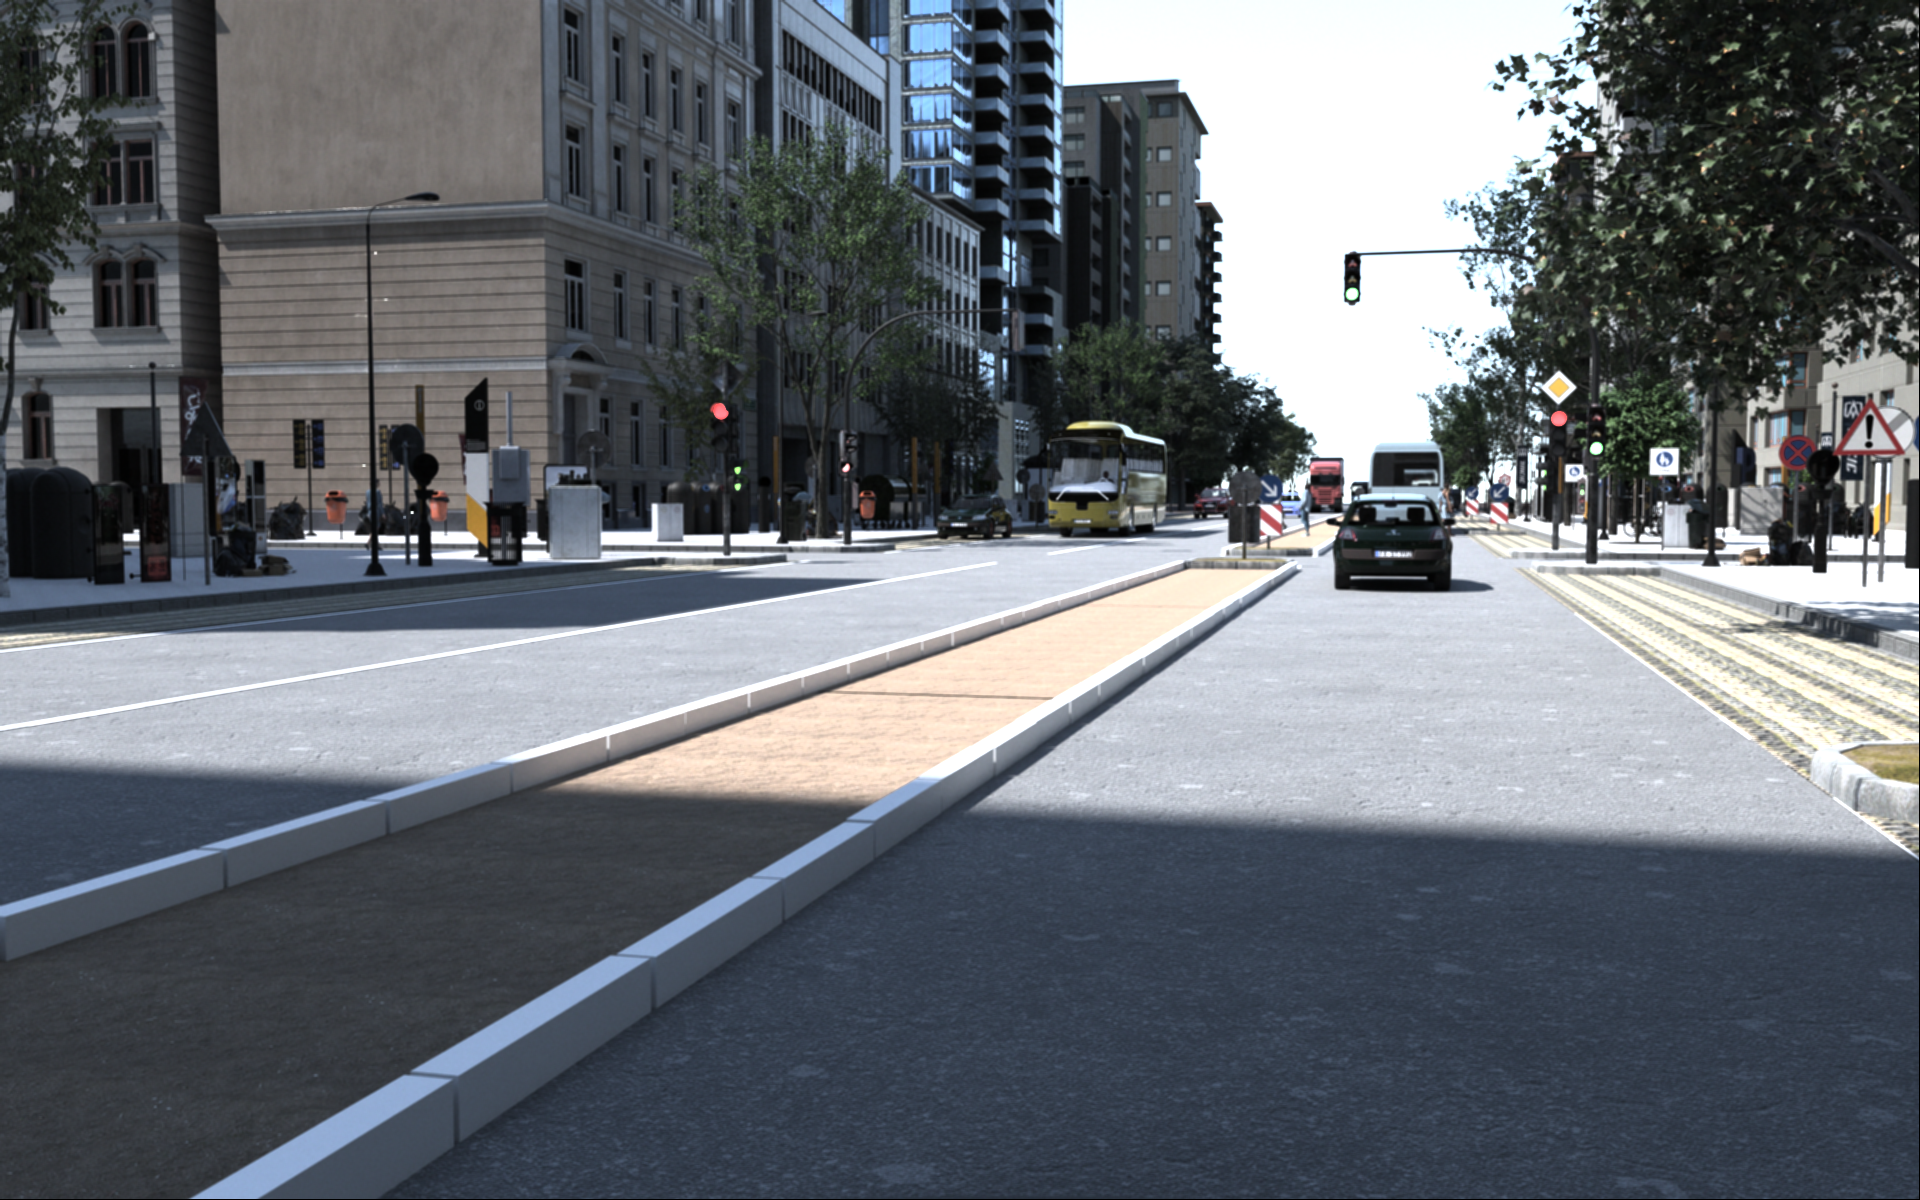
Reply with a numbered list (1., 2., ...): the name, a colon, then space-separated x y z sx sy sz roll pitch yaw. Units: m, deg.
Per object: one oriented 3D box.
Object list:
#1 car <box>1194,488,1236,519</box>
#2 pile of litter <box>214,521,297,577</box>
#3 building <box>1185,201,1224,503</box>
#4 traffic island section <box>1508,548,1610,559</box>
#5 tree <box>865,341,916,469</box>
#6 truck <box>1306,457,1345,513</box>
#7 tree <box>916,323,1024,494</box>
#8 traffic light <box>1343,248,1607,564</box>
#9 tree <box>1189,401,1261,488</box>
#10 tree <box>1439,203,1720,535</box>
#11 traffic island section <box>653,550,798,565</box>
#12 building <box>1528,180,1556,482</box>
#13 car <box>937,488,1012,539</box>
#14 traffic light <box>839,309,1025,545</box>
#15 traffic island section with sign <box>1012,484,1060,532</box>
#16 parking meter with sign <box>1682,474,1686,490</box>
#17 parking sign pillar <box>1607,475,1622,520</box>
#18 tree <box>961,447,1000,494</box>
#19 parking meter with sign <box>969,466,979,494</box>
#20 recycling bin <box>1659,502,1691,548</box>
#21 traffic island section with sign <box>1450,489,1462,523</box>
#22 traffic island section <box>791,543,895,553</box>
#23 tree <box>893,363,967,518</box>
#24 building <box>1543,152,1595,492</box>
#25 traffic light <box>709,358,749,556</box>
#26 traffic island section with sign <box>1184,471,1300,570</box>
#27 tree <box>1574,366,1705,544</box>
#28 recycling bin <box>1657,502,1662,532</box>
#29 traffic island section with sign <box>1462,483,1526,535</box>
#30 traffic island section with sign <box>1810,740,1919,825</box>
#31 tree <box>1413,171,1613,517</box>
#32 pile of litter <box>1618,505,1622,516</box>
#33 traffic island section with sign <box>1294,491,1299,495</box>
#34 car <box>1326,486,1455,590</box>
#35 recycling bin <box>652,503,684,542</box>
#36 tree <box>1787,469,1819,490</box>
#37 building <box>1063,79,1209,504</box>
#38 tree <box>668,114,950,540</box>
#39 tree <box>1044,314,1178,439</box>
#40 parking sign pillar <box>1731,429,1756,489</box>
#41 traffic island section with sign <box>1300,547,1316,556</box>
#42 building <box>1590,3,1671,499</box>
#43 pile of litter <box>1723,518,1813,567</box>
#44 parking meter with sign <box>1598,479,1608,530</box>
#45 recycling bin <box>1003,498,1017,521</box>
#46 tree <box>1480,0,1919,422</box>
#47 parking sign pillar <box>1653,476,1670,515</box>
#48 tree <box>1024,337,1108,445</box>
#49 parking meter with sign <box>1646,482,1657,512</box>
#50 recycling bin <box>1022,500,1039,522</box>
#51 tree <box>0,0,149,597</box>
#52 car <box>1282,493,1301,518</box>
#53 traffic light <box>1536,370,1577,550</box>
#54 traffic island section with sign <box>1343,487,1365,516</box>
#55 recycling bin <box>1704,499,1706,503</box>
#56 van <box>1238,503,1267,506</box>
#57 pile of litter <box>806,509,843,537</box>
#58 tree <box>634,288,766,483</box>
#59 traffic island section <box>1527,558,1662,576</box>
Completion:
1. car: 15.136 -5.746 102.621 2.281 1.827 5.304 1 4 16
2. pile of litter: -11.135 -0.828 27.501 1.176 0.858 1.719 1 4 20
3. building: 26.662 -36.679 254.329 22.147 44.769 28.867 1 4 14
4. traffic island section: 13.592 -1.052 39.483 2.009 0.180 2.903 1 4 14
5. tree: -2.521 -8.018 81.459 4.360 8.622 3.978 0 3 0
6. truck: 28.303 -8.849 133.602 2.839 4.237 11.283 1 4 13
7. tree: 0.373 -7.642 75.311 4.360 8.622 3.978 0 3 0
8. traffic light: 9.505 -3.509 32.033 4.771 5.953 1.251 1 4 14
9. tree: 24.194 -13.774 159.612 7.601 10.594 8.767 -3 5 -43
10. tree: 20.191 -7.292 53.631 8.767 10.594 7.601 3 5 39
11. traffic island section: -4.860 -0.839 36.004 2.009 0.180 2.903 1 4 14
12. building: 93.074 -38.184 243.919 23.786 49.044 30.456 1 4 14
13. car: 0.486 -2.807 55.680 2.009 1.686 4.222 1 4 14
14. traffic light: -0.774 -4.185 43.100 4.771 5.953 1.251 1 4 14
15. traffic island section with sign: 2.875 -3.499 65.839 1.989 1.847 2.006 1 4 14
16. parking meter with sign: 45.038 -6.796 107.382 0.543 3.016 1.738 3 4 36
17. parking sign pillar: 32.797 -6.039 87.205 1.447 3.967 1.447 2 4 27
18. tree: 1.147 -4.614 70.034 1.663 3.219 1.824 0 3 0
19. parking meter with sign: 1.271 -6.777 107.056 0.543 3.016 1.738 -2 4 -34
20. recycling bin: 17.136 -1.757 41.277 0.722 1.027 0.722 1 4 23
21. traffic island section with sign: 25.598 -4.796 87.035 1.989 1.847 2.006 1 4 14
22. traffic island section: -2.857 -1.312 43.735 2.009 0.180 2.903 1 4 14
23. tree: -1.493 -8.635 91.552 4.737 8.622 4.395 0 3 0
24. building: 84.942 -34.309 215.569 22.147 44.769 28.867 1 4 14
25. traffic light: -4.824 -2.871 35.860 0.839 4.253 0.868 1 4 14
26. traffic island section with sign: 5.457 -1.556 33.584 2.006 1.907 1.989 1 4 14
27. tree: 17.545 -3.733 44.741 4.285 4.588 4.351 0 3 0
28. recycling bin: 23.648 -2.747 57.465 0.722 1.027 0.722 -1 4 -22
29. traffic island section with sign: 18.819 -3.200 60.943 1.989 1.847 2.006 1 4 14
30. traffic island section with sign: 5.091 0.044 7.914 1.989 1.847 2.006 1 4 14
31. tree: 32.799 -14.860 98.843 12.611 20.169 13.585 0 3 0
32. pile of litter: 36.997 -4.990 95.548 1.176 0.858 1.719 -2 4 -29
33. traffic island section with sign: 42.616 -12.878 219.190 1.989 1.847 2.006 1 4 14
34. car: 6.781 -1.069 27.259 2.009 1.686 4.222 1 4 13
35. recycling bin: -7.879 -2.086 46.663 0.722 1.027 0.722 -1 4 -22
36. tree: 32.051 -4.316 65.163 1.663 3.219 1.824 0 3 0
37. building: 16.861 -39.041 227.561 28.713 52.752 27.495 1 4 14
38. tree: -4.049 -7.539 49.022 9.928 11.665 9.643 0 3 0
39. tree: 8.910 -10.764 101.753 9.928 11.665 9.643 0 3 0
40. parking sign pillar: 32.676 -5.123 72.229 1.447 3.967 1.447 -3 4 -38
41. traffic island section with sign: 7.325 -1.995 40.753 2.006 1.907 1.989 1 4 14
42. building: 71.932 -34.561 154.315 28.713 52.752 27.495 1 4 14
43. pile of litter: 14.581 -1.052 31.161 1.719 0.858 1.176 1 4 9
44. parking meter with sign: 23.228 -4.074 62.867 0.543 3.016 1.738 2 4 31
45. recycling bin: 2.308 -4.327 83.299 0.722 1.027 0.722 -1 4 -17
46. tree: 9.509 -6.036 15.691 9.611 12.733 9.660 0 3 0
47. parking sign pillar: 43.111 -7.194 106.098 1.447 3.967 1.447 1 4 9
48. tree: 4.652 -7.971 80.687 4.360 8.622 3.978 0 3 0
49. parking meter with sign: 42.445 -6.816 107.699 1.738 3.016 0.543 2 4 25
50. recycling bin: 3.344 -4.148 80.376 0.722 1.027 0.722 3 4 39
51. tree: -12.155 -4.344 21.387 4.737 8.622 4.395 0 3 0
52. car: 20.024 -5.866 105.501 1.945 1.707 3.694 1 4 13
53. traffic light: 13.556 -3.086 39.379 0.839 4.253 0.868 1 4 14
54. traffic island section with sign: 26.166 -6.444 113.500 2.006 1.907 1.989 1 4 14
55. recycling bin: 38.516 -4.674 88.968 0.722 1.027 0.722 -1 4 -19
56. van: 20.489 -6.988 121.260 2.013 2.044 4.112 1 4 16
57. pile of litter: -4.212 -2.338 52.195 1.176 0.858 1.719 -2 4 -29
58. tree: -8.905 -6.750 60.728 4.737 8.622 4.395 0 3 0
59. traffic island section: 11.588 -0.579 31.753 2.009 0.180 2.903 1 4 14
